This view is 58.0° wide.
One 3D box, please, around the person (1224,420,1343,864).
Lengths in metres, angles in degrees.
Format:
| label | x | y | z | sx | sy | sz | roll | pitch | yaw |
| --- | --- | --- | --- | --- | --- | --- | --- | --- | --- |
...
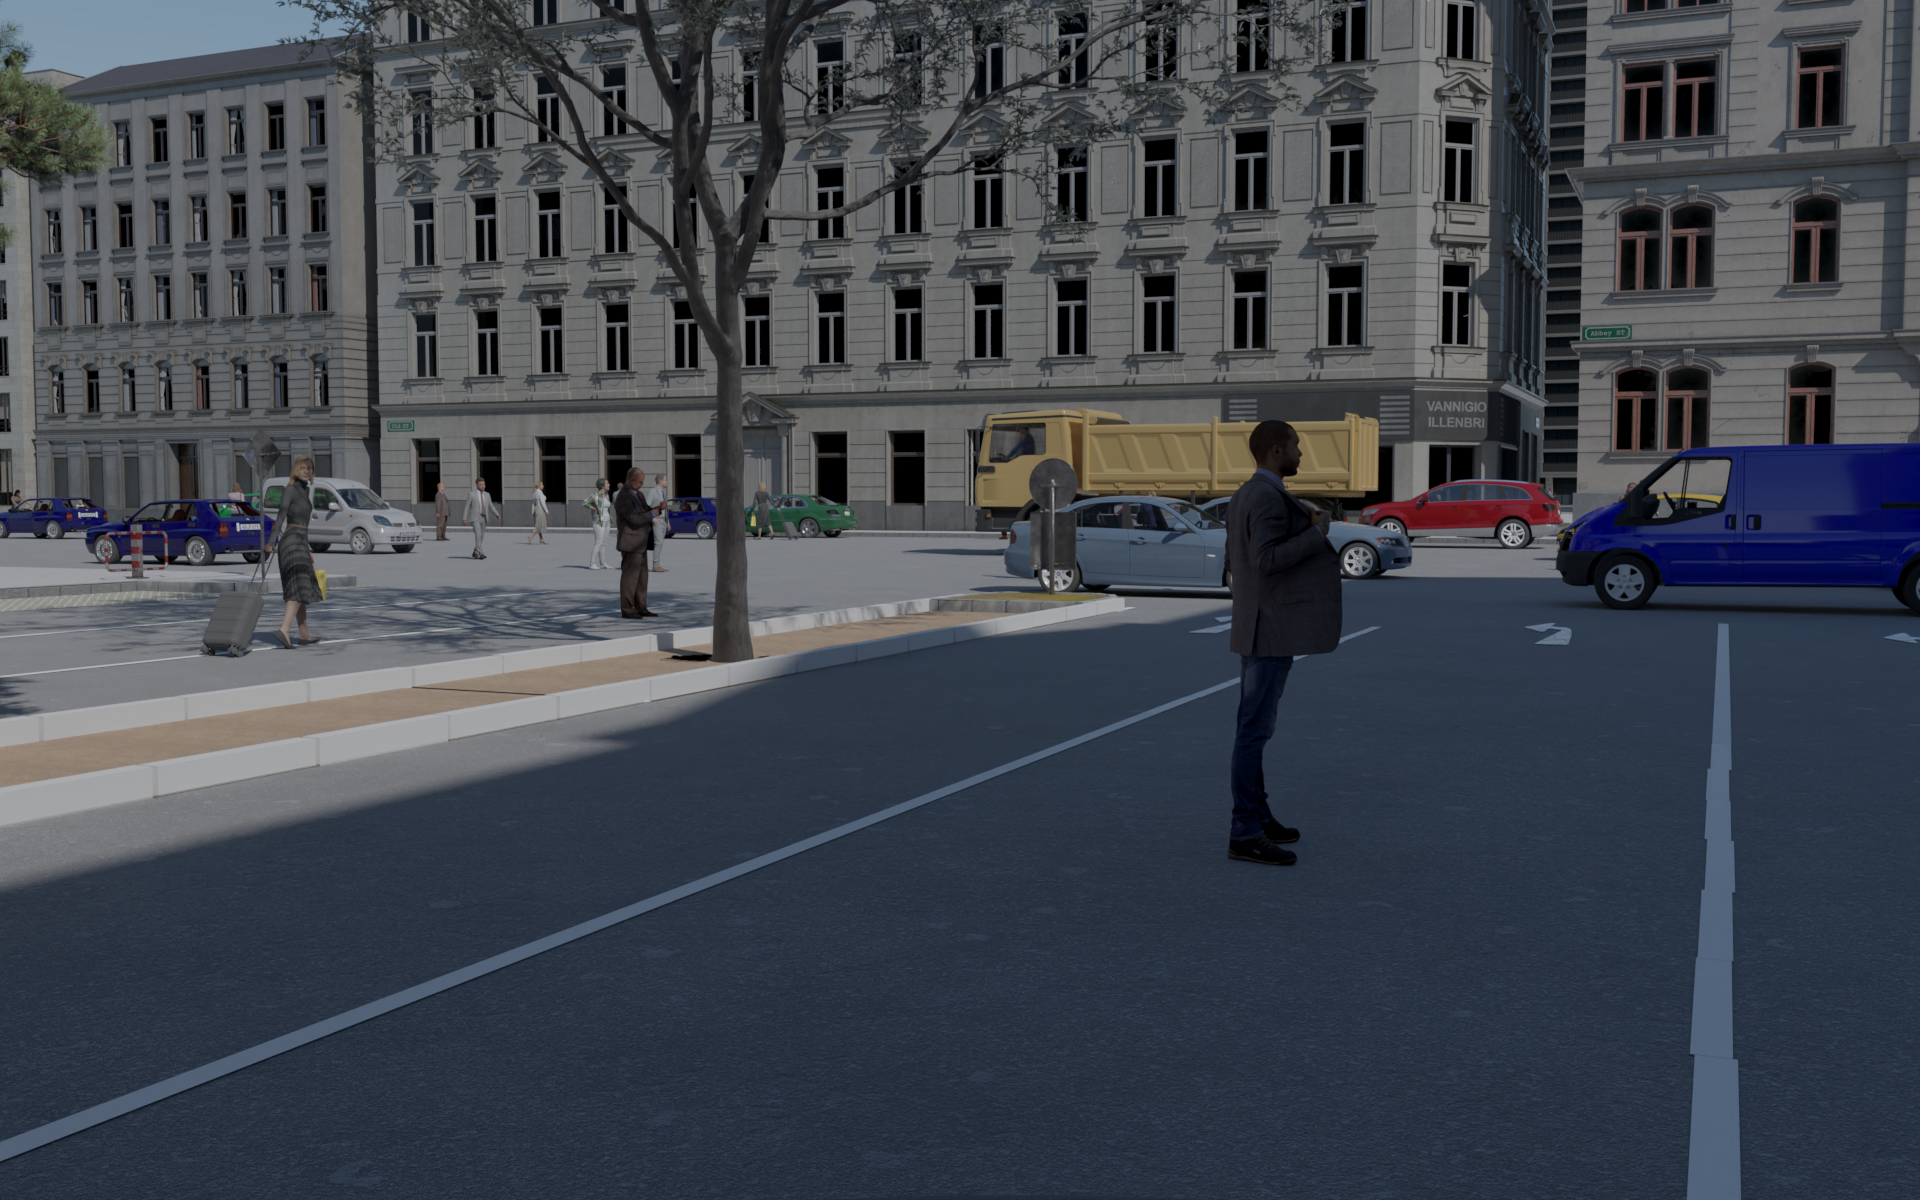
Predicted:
| label | x | y | z | sx | sy | sz | roll | pitch | yaw |
| --- | --- | --- | --- | --- | --- | --- | --- | --- | --- |
| person | 1.278 | 0.149 | 6.884 | 0.431 | 1.722 | 0.655 | 0 | 4 | 4 |

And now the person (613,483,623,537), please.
| label | x | y | z | sx | sy | sz | roll | pitch | yaw |
| --- | --- | --- | --- | --- | --- | --- | --- | --- | --- |
| person | -11.430 | -3.050 | 58.567 | 0.606 | 1.804 | 0.583 | 2 | 4 | 32 |

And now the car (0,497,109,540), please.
| label | x | y | z | sx | sy | sz | roll | pitch | yaw |
| --- | --- | --- | --- | --- | --- | --- | --- | --- | --- |
| car | -29.443 | -2.646 | 55.839 | 3.894 | 1.354 | 1.945 | 2 | 4 | 24 |

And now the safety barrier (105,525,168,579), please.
| label | x | y | z | sx | sy | sz | roll | pitch | yaw |
| --- | --- | --- | --- | --- | --- | --- | --- | --- | --- |
| safety barrier | -12.445 | -0.729 | 26.189 | 0.300 | 0.817 | 1.120 | 2 | 4 | 24 |

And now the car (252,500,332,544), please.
| label | x | y | z | sx | sy | sz | roll | pitch | yaw |
| --- | --- | --- | --- | --- | --- | --- | --- | --- | --- |
| car | -19.214 | -2.594 | 51.216 | 4.718 | 1.807 | 1.959 | 2 | 4 | 24 |

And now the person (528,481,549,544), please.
| label | x | y | z | sx | sy | sz | roll | pitch | yaw |
| --- | --- | --- | --- | --- | --- | --- | --- | --- | --- |
| person | -11.978 | -2.470 | 49.106 | 0.641 | 1.798 | 0.478 | -2 | 4 | -26 |

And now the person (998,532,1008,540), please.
| label | x | y | z | sx | sy | sz | roll | pitch | yaw |
| --- | --- | --- | --- | --- | --- | --- | --- | --- | --- |
| person | 1.314 | -2.725 | 54.512 | 0.517 | 1.644 | 0.566 | -2 | 4 | -34 |

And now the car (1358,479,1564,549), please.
| label | x | y | z | sx | sy | sz | roll | pitch | yaw |
| --- | --- | --- | --- | --- | --- | --- | --- | --- | --- |
| car | 13.338 | -2.301 | 46.301 | 5.304 | 1.827 | 2.281 | 2 | 4 | 24 |

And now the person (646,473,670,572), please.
| label | x | y | z | sx | sy | sz | roll | pitch | yaw |
| --- | --- | --- | --- | --- | --- | --- | --- | --- | --- |
| person | -5.566 | -1.428 | 31.944 | 0.391 | 1.810 | 0.635 | 0 | 4 | 7 |

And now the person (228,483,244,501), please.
| label | x | y | z | sx | sy | sz | roll | pitch | yaw |
| --- | --- | --- | --- | --- | --- | --- | --- | --- | --- |
| person | -20.381 | -2.436 | 48.915 | 0.593 | 1.750 | 0.643 | 0 | 4 | 1 |

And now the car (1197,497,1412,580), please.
| label | x | y | z | sx | sy | sz | roll | pitch | yaw |
| --- | --- | --- | --- | --- | --- | --- | --- | --- | --- |
| car | 5.603 | -1.118 | 30.288 | 4.499 | 1.417 | 2.014 | 1 | 4 | 22 |

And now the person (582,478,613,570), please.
| label | x | y | z | sx | sy | sz | roll | pitch | yaw |
| --- | --- | --- | --- | --- | --- | --- | --- | --- | --- |
| person | -6.849 | -1.452 | 32.963 | 0.376 | 1.734 | 0.841 | 1 | 4 | 23 |

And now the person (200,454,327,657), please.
| label | x | y | z | sx | sy | sz | roll | pitch | yaw |
| --- | --- | --- | --- | --- | --- | --- | --- | --- | --- |
| person | -6.335 | -0.437 | 15.868 | 0.699 | 1.804 | 1.509 | 2 | 4 | 25 |

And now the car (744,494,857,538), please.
| label | x | y | z | sx | sy | sz | roll | pitch | yaw |
| --- | --- | --- | --- | --- | --- | --- | --- | --- | --- |
| car | -5.819 | -2.797 | 57.535 | 4.920 | 1.459 | 2.131 | 2 | 4 | 23 |

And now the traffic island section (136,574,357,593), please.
| label | x | y | z | sx | sy | sz | roll | pitch | yaw |
| --- | --- | --- | --- | --- | --- | --- | --- | --- | --- |
| traffic island section | -10.631 | -0.251 | 26.383 | 2.009 | 0.180 | 2.903 | 2 | 4 | 24 |

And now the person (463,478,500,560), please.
| label | x | y | z | sx | sy | sz | roll | pitch | yaw |
| --- | --- | --- | --- | --- | --- | --- | --- | --- | --- |
| person | -10.519 | -1.784 | 37.935 | 0.678 | 1.792 | 0.850 | -3 | 5 | -44 |

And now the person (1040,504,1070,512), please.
| label | x | y | z | sx | sy | sz | roll | pitch | yaw |
| --- | --- | --- | --- | --- | --- | --- | --- | --- | --- |
| person | 1.501 | -1.221 | 28.664 | 0.606 | 1.804 | 0.583 | 3 | 4 | 38 |

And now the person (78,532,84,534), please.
| label | x | y | z | sx | sy | sz | roll | pitch | yaw |
| --- | --- | --- | --- | --- | --- | --- | --- | --- | --- |
| person | -31.808 | -3.052 | 62.651 | 0.306 | 1.304 | 0.590 | -2 | 4 | -31 |

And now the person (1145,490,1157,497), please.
| label | x | y | z | sx | sy | sz | roll | pitch | yaw |
| --- | --- | --- | --- | --- | --- | --- | --- | --- | --- |
| person | 3.787 | -1.441 | 34.596 | 0.480 | 1.512 | 0.613 | -1 | 4 | -9 |

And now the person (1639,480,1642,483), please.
| label | x | y | z | sx | sy | sz | roll | pitch | yaw |
| --- | --- | --- | --- | --- | --- | --- | --- | --- | --- |
| person | 18.541 | -2.351 | 46.842 | 0.656 | 1.842 | 0.836 | -1 | 4 | -21 |

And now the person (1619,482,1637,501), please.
| label | x | y | z | sx | sy | sz | roll | pitch | yaw |
| --- | --- | --- | --- | --- | --- | --- | --- | --- | --- |
| person | 12.213 | -1.321 | 31.564 | 0.415 | 1.643 | 0.593 | 1 | 4 | 13 |

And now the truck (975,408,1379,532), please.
| label | x | y | z | sx | sy | sz | roll | pitch | yaw |
| --- | --- | --- | --- | --- | --- | --- | --- | --- | --- |
| truck | 4.405 | -2.672 | 39.613 | 9.791 | 3.379 | 3.469 | 1 | 4 | 23 |

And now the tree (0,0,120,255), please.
| label | x | y | z | sx | sy | sz | roll | pitch | yaw |
| --- | --- | --- | --- | --- | --- | --- | --- | --- | --- |
| tree | -6.285 | -4.973 | 5.816 | 6.751 | 12.117 | 7.091 | 0 | 3 | 0 |

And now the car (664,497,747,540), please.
| label | x | y | z | sx | sy | sz | roll | pitch | yaw |
| --- | --- | --- | --- | --- | --- | --- | --- | --- | --- |
| car | -8.846 | -2.633 | 55.629 | 3.894 | 1.354 | 1.945 | 2 | 4 | 25 |

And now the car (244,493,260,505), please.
| label | x | y | z | sx | sy | sz | roll | pitch | yaw |
| --- | --- | --- | --- | --- | --- | --- | --- | --- | --- |
| car | -23.187 | -2.970 | 57.360 | 4.718 | 1.807 | 1.959 | 1 | 4 | 23 |

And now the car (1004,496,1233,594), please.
| label | x | y | z | sx | sy | sz | roll | pitch | yaw |
| --- | --- | --- | --- | --- | --- | --- | --- | --- | --- |
| car | 2.871 | -0.773 | 24.645 | 4.499 | 1.417 | 2.014 | 2 | 4 | 25 |

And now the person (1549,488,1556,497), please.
| label | x | y | z | sx | sy | sz | roll | pitch | yaw |
| --- | --- | --- | --- | --- | --- | --- | --- | --- | --- |
| person | 41.414 | -6.901 | 121.202 | 0.599 | 1.838 | 0.709 | 1 | 4 | 19 |

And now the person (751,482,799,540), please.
| label | x | y | z | sx | sy | sz | roll | pitch | yaw |
| --- | --- | --- | --- | --- | --- | --- | --- | --- | --- |
| person | -5.847 | -2.779 | 54.161 | 1.509 | 1.804 | 0.699 | 2 | 4 | 30 |

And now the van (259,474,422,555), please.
| label | x | y | z | sx | sy | sz | roll | pitch | yaw |
| --- | --- | --- | --- | --- | --- | --- | --- | --- | --- |
| van | -15.063 | -2.148 | 42.134 | 4.112 | 2.044 | 2.013 | 2 | 4 | 23 |

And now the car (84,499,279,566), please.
| label | x | y | z | sx | sy | sz | roll | pitch | yaw |
| --- | --- | --- | --- | --- | --- | --- | --- | --- | --- |
| car | -16.034 | -1.409 | 35.623 | 3.894 | 1.354 | 1.945 | 1 | 4 | 23 |

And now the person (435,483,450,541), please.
| label | x | y | z | sx | sy | sz | roll | pitch | yaw |
| --- | --- | --- | --- | --- | --- | --- | --- | --- | --- |
| person | -15.840 | -2.694 | 53.105 | 0.434 | 1.755 | 0.990 | 0 | 4 | 5 |

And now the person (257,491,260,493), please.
| label | x | y | z | sx | sy | sz | roll | pitch | yaw |
| --- | --- | --- | --- | --- | --- | --- | --- | --- | --- |
| person | -24.618 | -3.059 | 60.729 | 0.590 | 1.554 | 0.614 | 1 | 4 | 13 |

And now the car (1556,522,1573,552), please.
| label | x | y | z | sx | sy | sz | roll | pitch | yaw |
| --- | --- | --- | --- | --- | --- | --- | --- | --- | --- |
| car | 14.814 | -1.630 | 36.878 | 3.980 | 1.641 | 2.015 | 2 | 4 | 24 |

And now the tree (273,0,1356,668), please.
| label | x | y | z | sx | sy | sz | roll | pitch | yaw |
| --- | --- | --- | --- | --- | --- | --- | --- | --- | --- |
| tree | -1.969 | -6.201 | 14.215 | 12.009 | 13.543 | 11.850 | 0 | 3 | 0 |

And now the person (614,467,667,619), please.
| label | x | y | z | sx | sy | sz | roll | pitch | yaw |
| --- | --- | --- | --- | --- | --- | --- | --- | --- | --- |
| person | -3.686 | -0.660 | 19.976 | 0.600 | 1.739 | 0.565 | -1 | 4 | -16 |

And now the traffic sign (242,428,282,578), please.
| label | x | y | z | sx | sy | sz | roll | pitch | yaw |
| --- | --- | --- | --- | --- | --- | --- | --- | --- | --- |
| traffic sign | -10.607 | -1.386 | 26.311 | 0.795 | 2.450 | 0.064 | 2 | 4 | 24 |
